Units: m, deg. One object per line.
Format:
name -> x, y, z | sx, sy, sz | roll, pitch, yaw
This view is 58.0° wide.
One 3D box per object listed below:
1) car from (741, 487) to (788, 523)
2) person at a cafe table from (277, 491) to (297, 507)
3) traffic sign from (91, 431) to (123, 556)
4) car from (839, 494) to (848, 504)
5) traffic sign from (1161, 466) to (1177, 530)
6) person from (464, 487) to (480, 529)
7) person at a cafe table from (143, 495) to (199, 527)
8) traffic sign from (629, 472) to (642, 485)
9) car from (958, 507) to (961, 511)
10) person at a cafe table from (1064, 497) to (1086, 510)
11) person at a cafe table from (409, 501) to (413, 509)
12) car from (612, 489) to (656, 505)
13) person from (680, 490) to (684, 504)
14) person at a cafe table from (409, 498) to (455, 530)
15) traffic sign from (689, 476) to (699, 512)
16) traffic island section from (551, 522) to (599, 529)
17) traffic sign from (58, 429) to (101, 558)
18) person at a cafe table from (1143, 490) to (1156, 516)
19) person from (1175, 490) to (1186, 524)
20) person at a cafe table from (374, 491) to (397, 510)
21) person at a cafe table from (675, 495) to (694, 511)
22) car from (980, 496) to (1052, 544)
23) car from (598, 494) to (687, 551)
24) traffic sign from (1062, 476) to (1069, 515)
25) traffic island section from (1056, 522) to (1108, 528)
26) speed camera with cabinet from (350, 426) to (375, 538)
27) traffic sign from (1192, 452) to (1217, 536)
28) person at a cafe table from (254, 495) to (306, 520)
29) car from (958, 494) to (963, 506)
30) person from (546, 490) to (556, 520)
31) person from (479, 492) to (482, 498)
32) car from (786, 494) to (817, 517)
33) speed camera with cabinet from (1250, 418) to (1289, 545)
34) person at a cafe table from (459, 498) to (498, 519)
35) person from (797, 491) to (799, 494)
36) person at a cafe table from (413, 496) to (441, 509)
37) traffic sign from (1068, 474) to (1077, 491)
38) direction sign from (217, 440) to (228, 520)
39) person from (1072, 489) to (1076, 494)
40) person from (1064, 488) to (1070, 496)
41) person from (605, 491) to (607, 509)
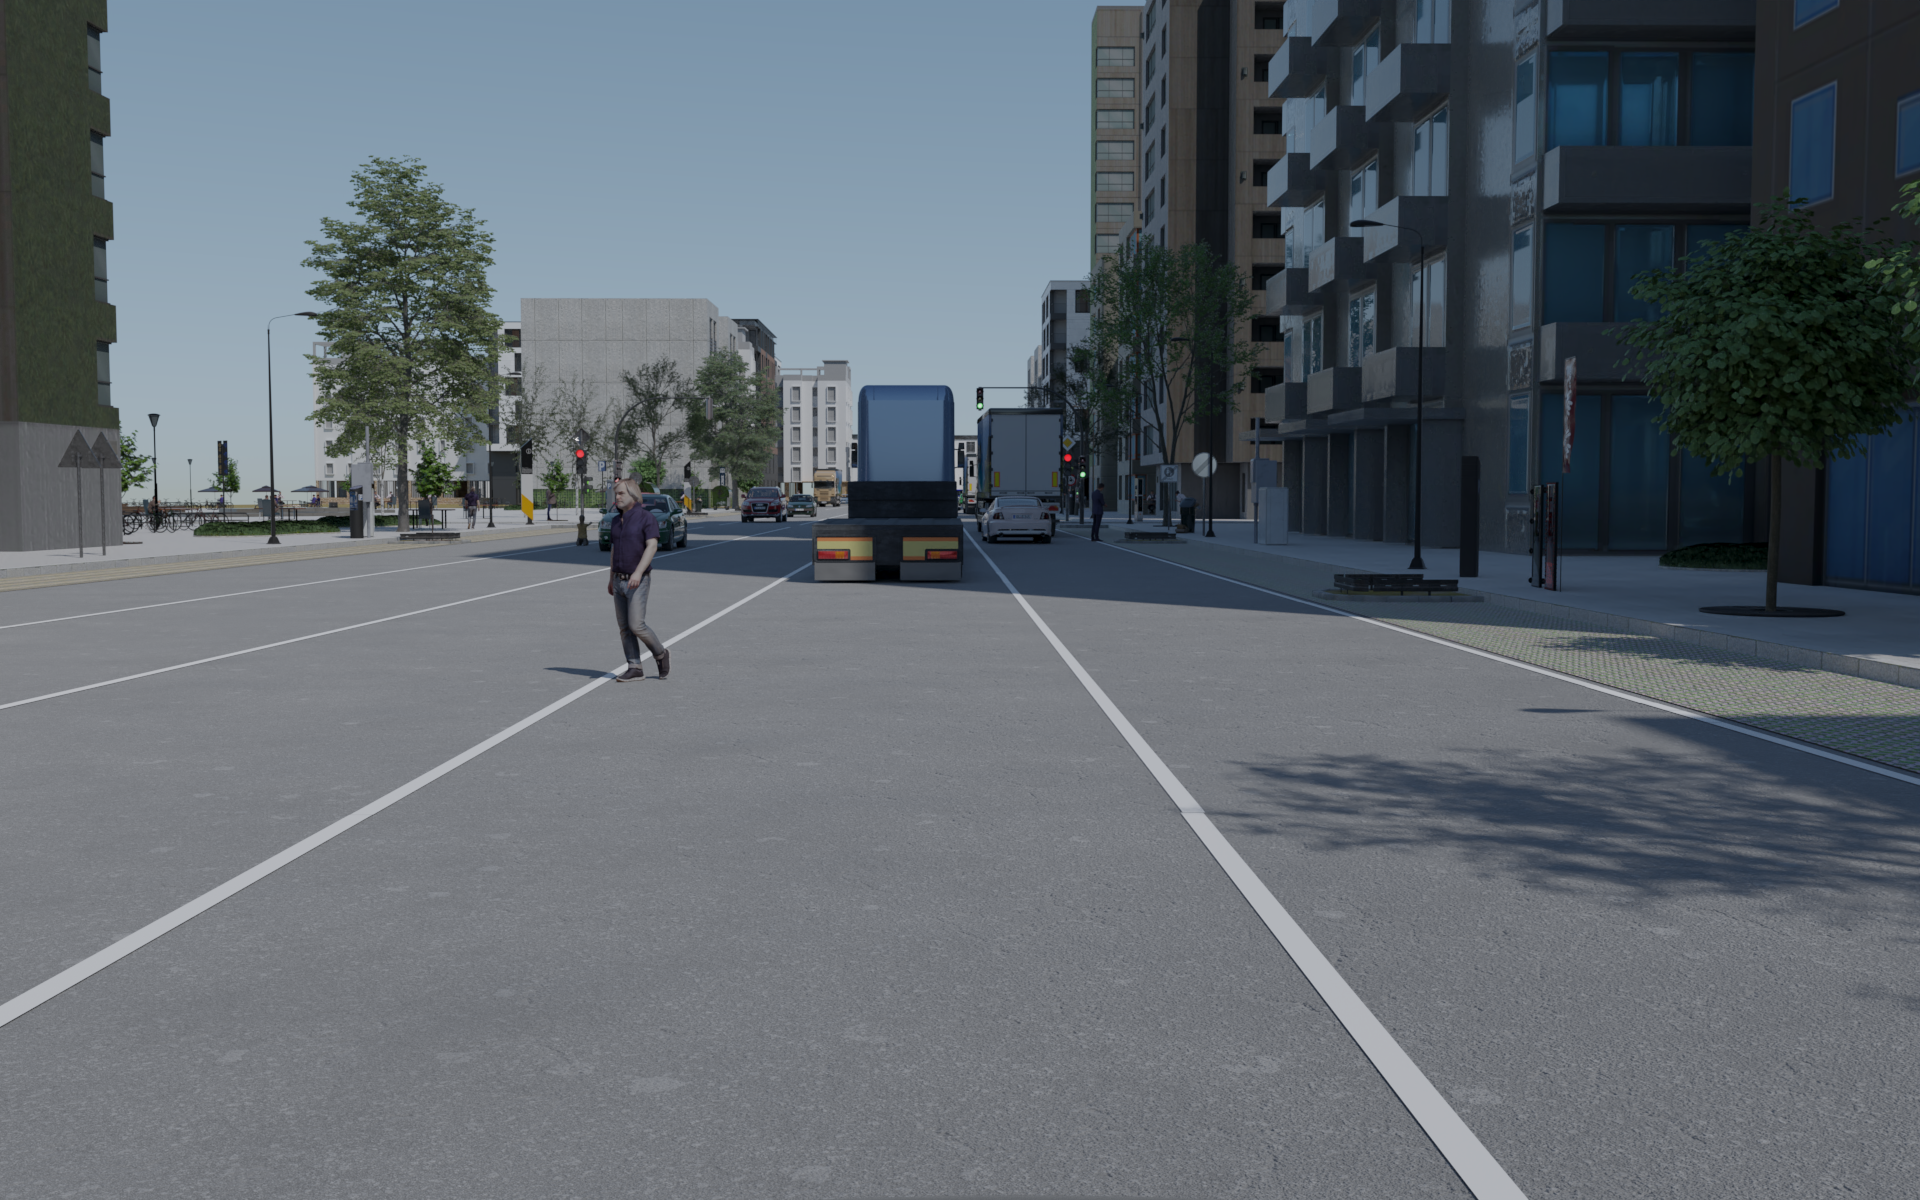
car -> -9.991, -4.889, 88.602 | 2.281, 1.827, 5.304 | 0, 4, -1
person at a cafe table -> -59.008, -8.705, 150.844 | 1.622, 1.524, 1.698 | 2, 4, 31
traffic sign -> -17.829, -2.202, 36.007 | 0.884, 2.594, 0.081 | 0, 4, 2
car -> -14.906, -12.871, 222.445 | 2.014, 1.417, 4.499 | 0, 4, -2
traffic sign -> 7.373, -3.607, 61.111 | 0.606, 2.300, 0.079 | 0, 4, 5
person -> -17.848, -3.355, 63.110 | 0.569, 1.553, 0.471 | 2, 4, 27
person at a cafe table -> -30.889, -3.465, 67.515 | 1.726, 1.238, 1.698 | 0, 4, -1
traffic sign -> -18.638, -6.077, 99.469 | 0.768, 2.556, 0.104 | 0, 4, 4
car -> -0.965, -2.439, 51.879 | 2.014, 1.417, 4.499 | 0, 4, 0
person at a cafe table -> 9.145, -7.672, 136.300 | 1.726, 1.238, 1.698 | -2, 4, -35
person at a cafe table -> -43.241, -7.978, 138.959 | 1.698, 1.524, 1.622 | 1, 4, 21
car -> -13.279, -3.853, 72.039 | 2.155, 1.783, 4.494 | 0, 4, 1
person -> -24.734, -9.055, 154.534 | 0.683, 1.767, 0.568 | -2, 4, -26
person at a cafe table -> -19.437, -3.205, 63.257 | 1.698, 1.238, 1.726 | 0, 4, -8
traffic sign -> -18.435, -7.335, 120.038 | 0.768, 2.556, 0.104 | 0, 4, 7
traffic island section -> -16.010, -3.124, 73.366 | 2.009, 0.180, 2.903 | 0, 4, -1
traffic sign -> -17.691, -2.128, 34.799 | 0.884, 2.594, 0.081 | 0, 4, 2
person at a cafe table -> 11.420, -5.805, 103.419 | 1.698, 1.524, 1.622 | 1, 4, 16
person -> 9.223, -3.830, 71.855 | 0.799, 1.438, 0.628 | 1, 4, 21
person at a cafe table -> -48.438, -8.462, 146.875 | 1.622, 1.524, 1.698 | 2, 4, 34
person at a cafe table -> -20.710, -7.437, 130.104 | 1.698, 1.524, 1.622 | -2, 4, -33
car -> 1.654, -2.396, 51.533 | 2.083, 1.381, 4.827 | 0, 4, -3
car -> -8.203, -2.033, 45.034 | 2.131, 1.459, 4.920 | 0, 4, -2
traffic sign -> 6.442, -6.607, 108.133 | 0.768, 2.556, 0.104 | 0, 4, 0
traffic island section -> 5.189, -3.143, 73.663 | 2.009, 0.180, 2.903 | 0, 4, -1
speed camera with cabinet -> -17.678, -3.480, 51.232 | 0.660, 3.252, 2.038 | -1, 4, -17
traffic sign -> 7.490, -3.244, 53.141 | 0.768, 2.556, 0.104 | 0, 4, 7
person at a cafe table -> -27.442, -3.587, 69.516 | 1.698, 1.238, 1.726 | 0, 4, 2
car -> 0.702, -12.196, 208.194 | 1.959, 1.807, 4.718 | 0, 4, -1
person -> -19.873, -4.726, 84.128 | 0.431, 1.722, 0.655 | -1, 4, -19
person -> -65.480, -13.888, 236.282 | 1.217, 1.736, 0.721 | -2, 4, -33
car -> -9.851, -5.991, 107.734 | 2.009, 1.686, 4.222 | 0, 4, -1
speed camera with cabinet -> 7.892, -3.046, 44.139 | 0.660, 3.252, 2.038 | 0, 4, -1
person at a cafe table -> -25.297, -4.857, 90.273 | 1.726, 1.238, 1.698 | 3, 5, 42
person -> -21.652, -13.784, 232.082 | 0.621, 1.740, 0.551 | 0, 4, -2
person at a cafe table -> -41.715, -7.821, 136.380 | 1.698, 1.524, 1.622 | -3, 5, -44
traffic sign -> 7.014, -6.717, 109.930 | 0.768, 2.556, 0.104 | 0, 4, 1
direction sign -> -31.176, -4.973, 73.300 | 0.876, 3.537, 0.379 | 3, 5, 42
person -> 10.602, -9.570, 163.037 | 1.217, 1.766, 0.721 | 1, 4, 14
person -> 9.198, -8.589, 147.009 | 0.750, 1.759, 0.617 | 0, 4, -8
person -> -26.875, -7.719, 132.382 | 0.434, 1.807, 0.598 | -1, 4, -15
